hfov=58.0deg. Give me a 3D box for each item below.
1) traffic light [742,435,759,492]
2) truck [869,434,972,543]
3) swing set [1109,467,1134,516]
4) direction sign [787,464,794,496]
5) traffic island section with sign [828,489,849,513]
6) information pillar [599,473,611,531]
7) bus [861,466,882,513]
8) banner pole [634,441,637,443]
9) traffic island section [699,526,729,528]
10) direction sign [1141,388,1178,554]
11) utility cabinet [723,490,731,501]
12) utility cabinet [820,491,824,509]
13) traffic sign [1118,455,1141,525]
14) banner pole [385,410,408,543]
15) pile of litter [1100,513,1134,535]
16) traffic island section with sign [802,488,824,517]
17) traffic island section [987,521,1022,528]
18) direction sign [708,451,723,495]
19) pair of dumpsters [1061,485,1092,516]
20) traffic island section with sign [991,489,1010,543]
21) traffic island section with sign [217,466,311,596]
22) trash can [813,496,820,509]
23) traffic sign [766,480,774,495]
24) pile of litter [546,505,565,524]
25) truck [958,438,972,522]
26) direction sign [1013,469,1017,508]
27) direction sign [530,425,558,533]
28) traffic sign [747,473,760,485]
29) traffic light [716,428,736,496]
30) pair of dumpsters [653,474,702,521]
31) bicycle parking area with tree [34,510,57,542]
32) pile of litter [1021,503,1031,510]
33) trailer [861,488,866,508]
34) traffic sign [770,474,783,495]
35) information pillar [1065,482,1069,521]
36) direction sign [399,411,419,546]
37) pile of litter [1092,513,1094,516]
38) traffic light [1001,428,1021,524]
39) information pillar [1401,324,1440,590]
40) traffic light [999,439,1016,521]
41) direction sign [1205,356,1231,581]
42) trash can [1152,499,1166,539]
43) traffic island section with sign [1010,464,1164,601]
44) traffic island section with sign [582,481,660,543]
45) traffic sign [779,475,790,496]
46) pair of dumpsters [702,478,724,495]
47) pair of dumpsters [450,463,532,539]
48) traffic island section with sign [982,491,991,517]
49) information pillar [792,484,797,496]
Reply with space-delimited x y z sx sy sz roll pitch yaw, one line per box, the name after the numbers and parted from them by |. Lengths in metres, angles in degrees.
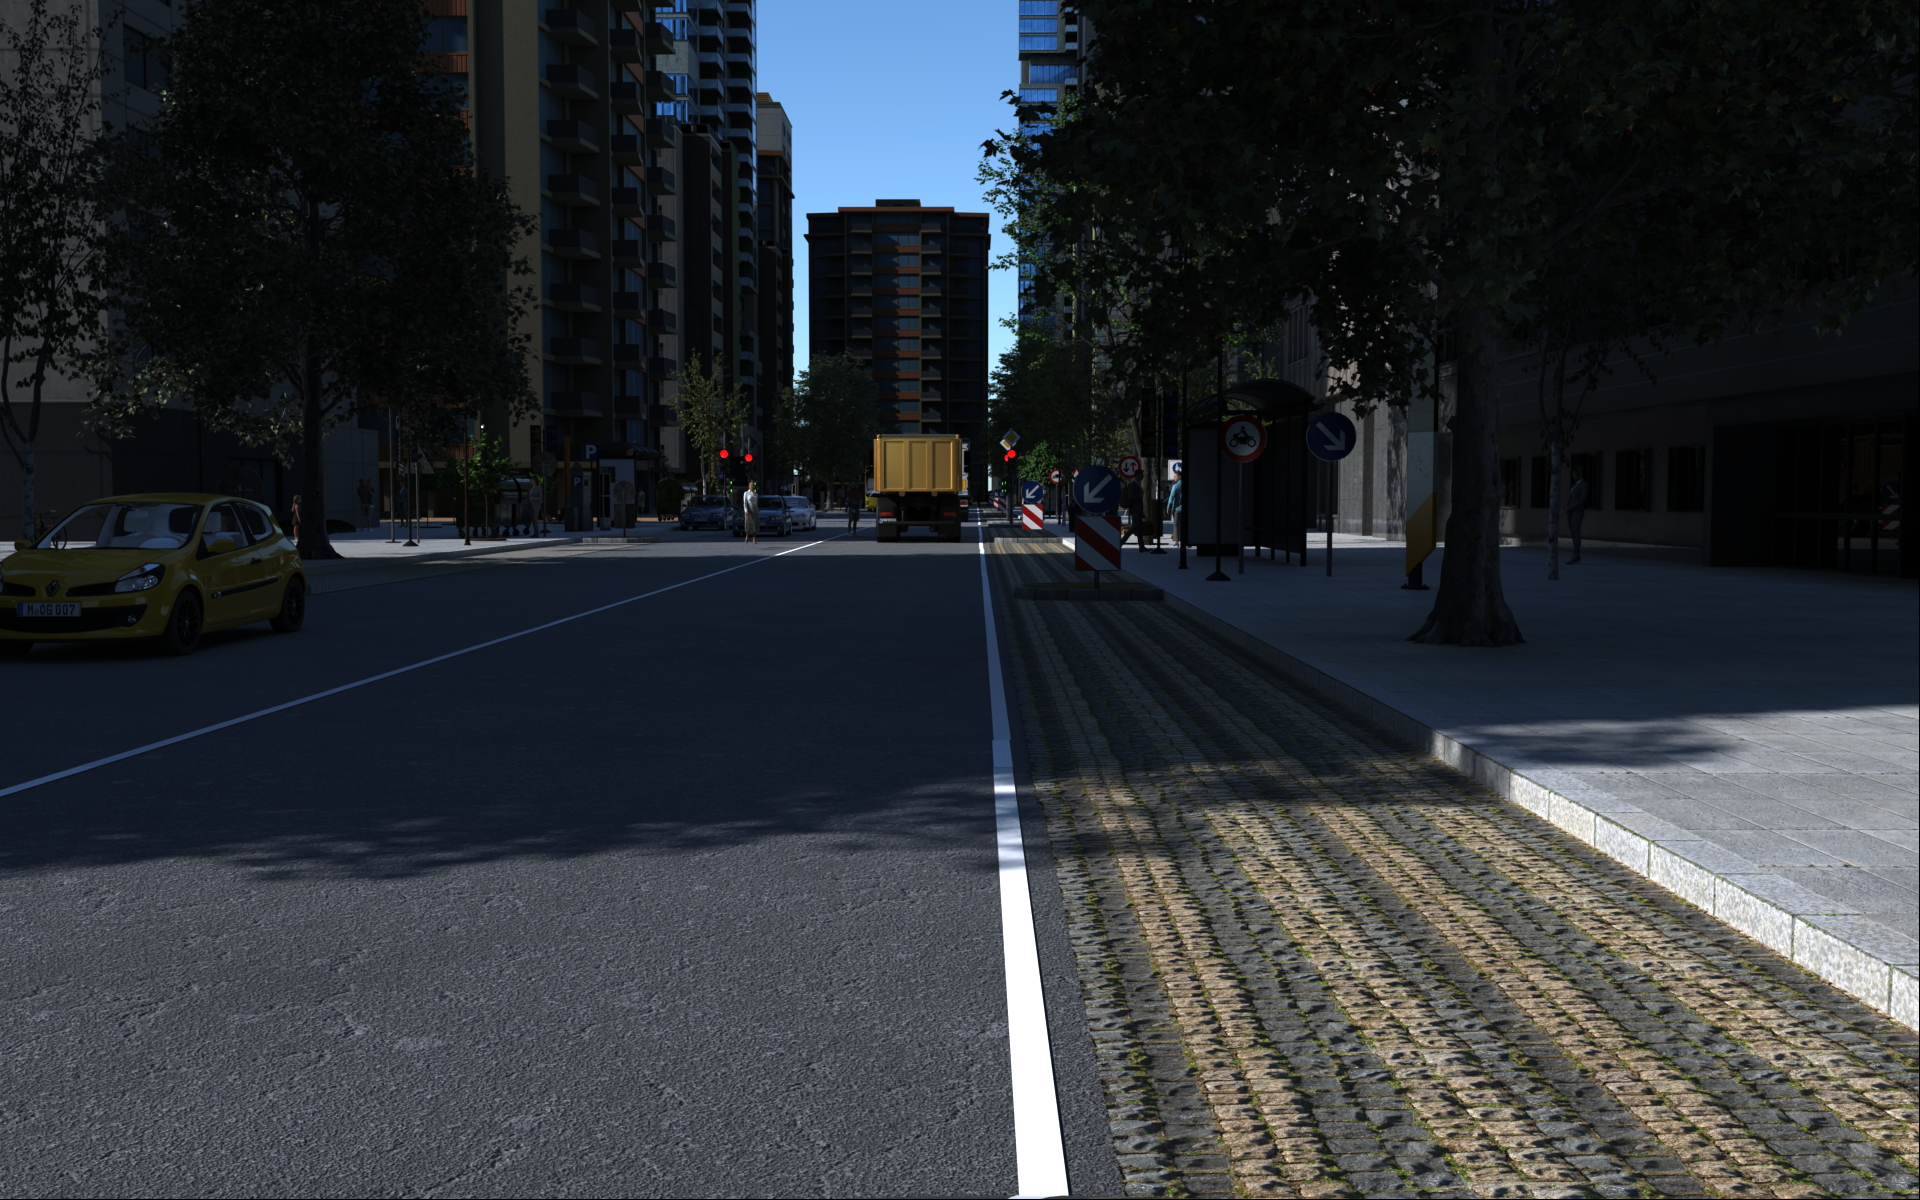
-9.915 -5.682 81.821 0.839 4.253 0.868 0 4 1 | traffic light
-1.285 -3.601 54.803 3.469 3.379 9.791 0 4 -1 | truck
8.949 -6.186 98.760 3.119 2.851 2.862 -2 4 -29 | swing set
-12.732 -8.450 130.153 0.379 3.537 0.876 2 4 24 | direction sign
-9.145 -7.638 133.510 1.989 1.847 2.006 0 4 1 | traffic island section with sign
-12.496 -3.455 60.981 0.304 2.012 0.304 -3 4 -38 | information pillar
-5.870 -8.886 136.835 2.896 3.916 12.252 0 4 1 | bus
-15.252 -5.589 81.393 0.401 3.779 0.863 -1 4 -14 | banner pole
-10.030 -3.162 73.972 2.009 0.180 2.903 0 4 1 | traffic island section
4.268 -2.760 37.117 0.876 3.537 0.379 -1 4 -23 | direction sign
-11.845 -4.868 88.273 0.318 1.500 1.173 0 4 -2 | utility cabinet
-11.773 -8.534 148.213 0.318 1.500 1.173 0 4 -3 | utility cabinet
5.599 -3.489 57.148 0.768 2.556 0.104 1 4 10 | traffic sign
-14.819 -3.402 45.637 0.401 3.779 0.863 1 4 20 | banner pole
5.522 -2.528 55.304 1.719 0.858 1.176 -3 4 -36 | pile of litter
-9.389 -5.989 106.556 1.989 1.847 2.006 0 4 1 | traffic island section with sign
2.286 -3.643 81.836 2.009 0.180 2.903 0 4 1 | traffic island section
-12.969 -6.120 92.065 0.876 3.537 0.379 1 4 21 | direction sign
6.067 -5.275 88.743 1.574 2.255 4.437 0 4 1 | pair of dumpsters
1.998 -2.592 51.003 1.989 1.847 2.006 0 4 1 | traffic island section with sign
-10.178 -0.941 24.014 1.989 1.847 2.006 0 4 1 | traffic island section with sign
-12.134 -8.236 146.311 0.748 1.137 0.748 0 3 0 | trash can
-13.394 -7.359 122.444 0.606 2.300 0.079 0 4 2 | traffic sign
-16.999 -3.676 74.060 1.719 0.858 1.176 3 5 40 | pile of litter
-0.731 -6.343 92.624 2.839 4.237 11.283 0 3 0 | truck
4.754 -9.949 154.661 0.876 3.537 0.379 -3 5 -43 | direction sign
-13.678 -3.976 57.000 0.876 3.537 0.379 -2 4 -25 | direction sign
-12.329 -6.312 103.303 0.768 2.556 0.104 1 4 8 | traffic sign
-9.990 -5.194 73.837 0.839 4.253 0.868 0 4 1 | traffic light
-13.621 -4.926 83.038 1.574 2.255 4.437 0 4 1 | pair of dumpsters
-23.166 -2.936 35.011 8.231 4.147 9.016 0 4 3 | bicycle parking area with tree
5.354 -7.627 138.672 1.719 0.858 1.176 0 4 -1 | pile of litter
-9.244 -10.285 175.201 1.471 1.999 3.904 0 4 1 | trailer
-11.767 -6.790 111.023 0.884 2.594 0.081 0 4 4 | traffic sign
5.010 -4.750 82.147 0.304 2.012 0.304 0 4 -3 | information pillar
-13.501 -3.086 42.447 0.379 3.537 0.876 1 4 10 | direction sign
5.101 -3.100 64.658 1.719 0.858 1.176 1 4 23 | pile of litter
2.171 -5.188 73.738 0.839 4.253 0.868 0 4 1 | traffic light
6.168 -1.944 23.135 0.183 3.616 0.504 -2 4 -31 | information pillar
2.246 -5.676 81.723 0.839 4.253 0.868 0 4 1 | traffic light
3.834 -2.056 25.617 0.379 3.537 0.876 1 4 10 | direction sign
5.523 -2.325 49.674 0.748 1.137 0.748 0 3 0 | trash can
1.749 -0.943 24.049 1.989 1.847 2.006 0 4 1 | traffic island section with sign
-9.920 -2.590 50.968 1.989 1.847 2.006 0 4 1 | traffic island section with sign
-11.567 -6.951 113.760 0.768 2.556 0.104 0 4 5 | traffic sign
-13.814 -5.670 95.192 1.574 2.255 4.437 0 4 0 | pair of dumpsters
-13.951 -3.024 51.932 1.574 2.255 4.437 0 4 1 | pair of dumpsters
2.520 -5.982 106.434 1.989 1.847 2.006 0 4 1 | traffic island section with sign
-12.317 -7.623 129.135 0.304 2.012 0.304 1 4 22 | information pillar
